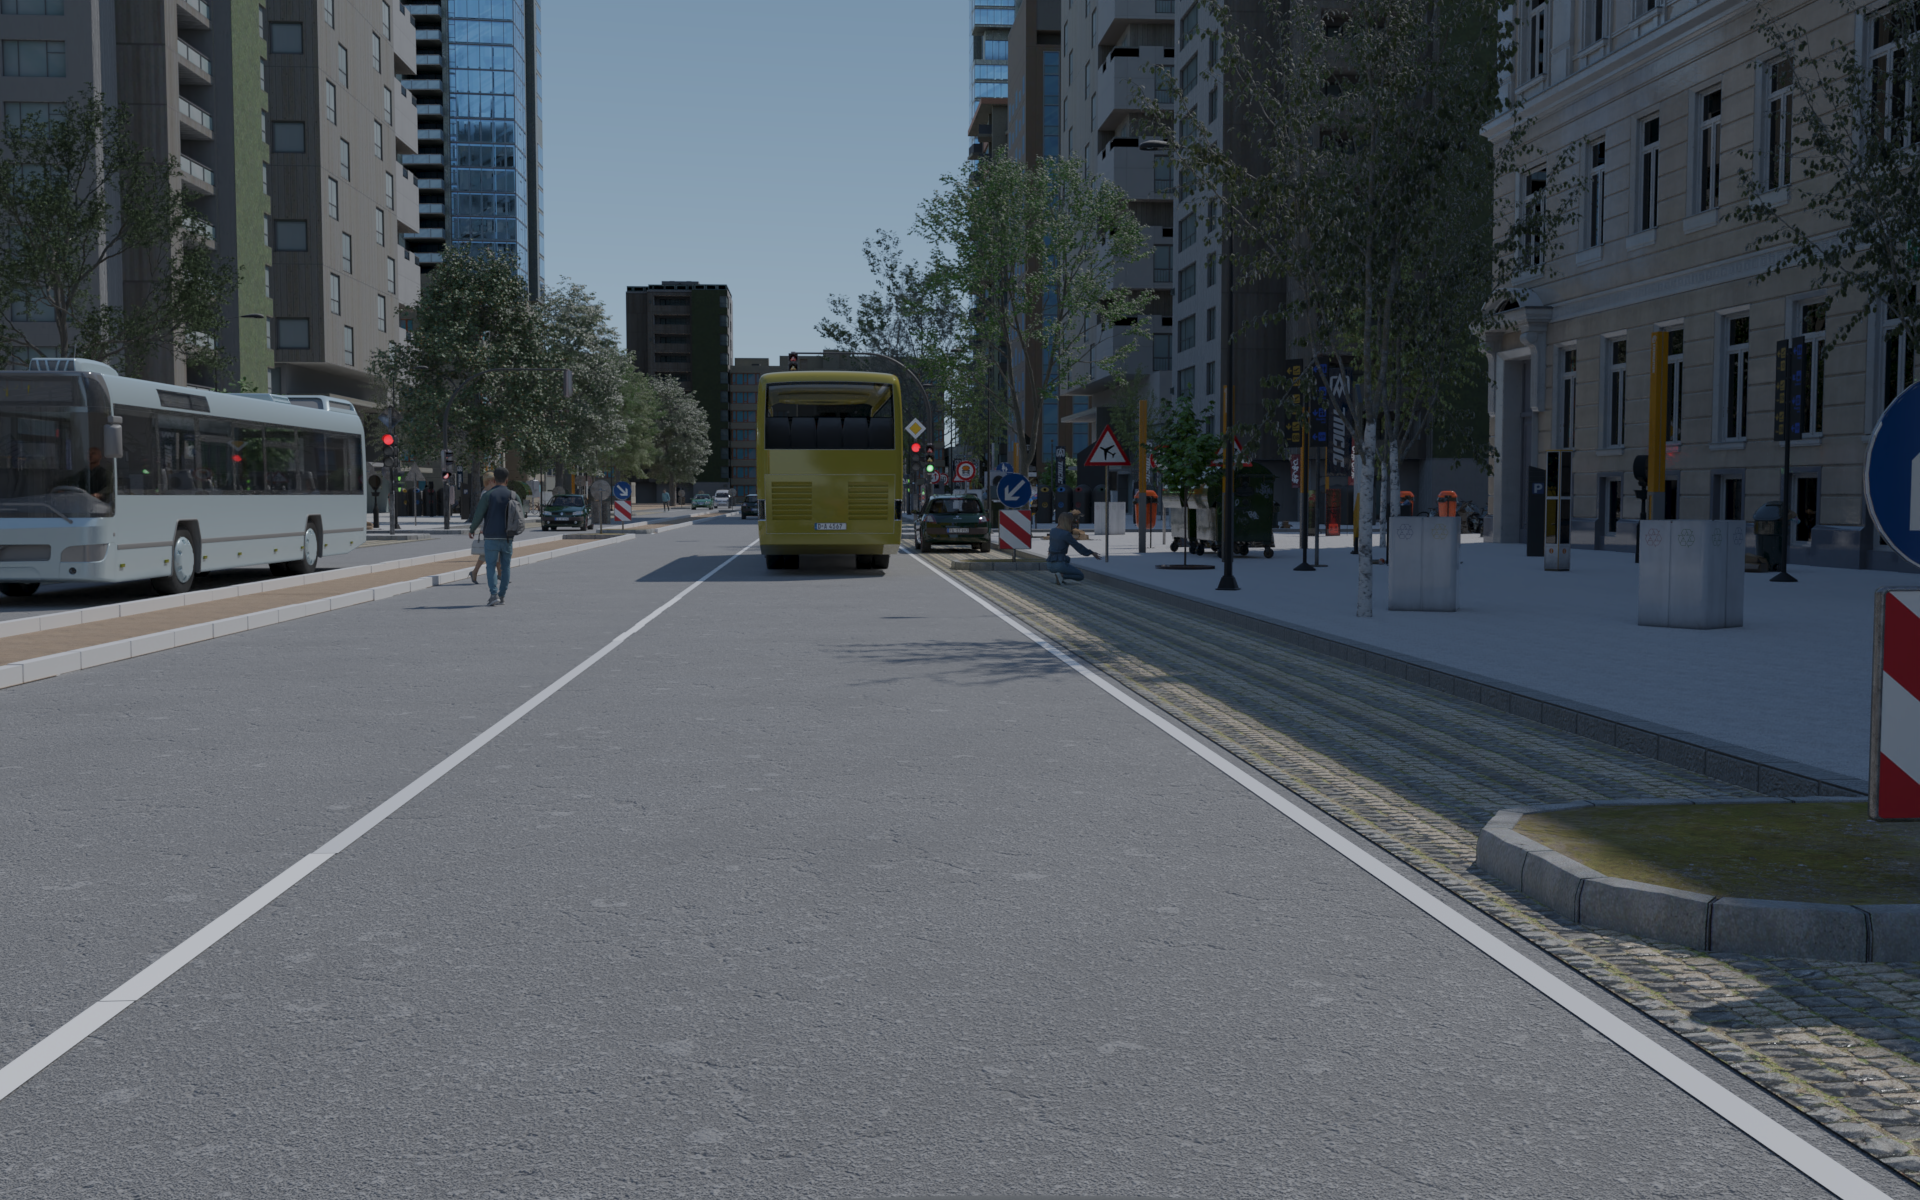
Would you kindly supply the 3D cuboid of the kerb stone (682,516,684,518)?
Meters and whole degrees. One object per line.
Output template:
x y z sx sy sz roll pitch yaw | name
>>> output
-16.154 -4.743 99.770 0.120 0.150 1.000 0 4 -5 | kerb stone

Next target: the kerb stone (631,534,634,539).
-10.436 -1.973 54.459 0.120 0.150 1.000 0 4 -5 | kerb stone

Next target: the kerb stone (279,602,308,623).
-7.660 0.152 19.715 0.120 0.150 1.000 0 4 -5 | kerb stone

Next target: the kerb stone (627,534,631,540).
-10.353 -1.911 53.440 0.120 0.150 1.000 0 4 -5 | kerb stone

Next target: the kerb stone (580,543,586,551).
-9.539 -1.287 43.236 0.120 0.150 1.000 0 4 -5 | kerb stone

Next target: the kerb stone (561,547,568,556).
-9.291 -1.099 40.166 0.120 0.150 1.000 0 4 -5 | kerb stone

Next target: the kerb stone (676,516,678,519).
-15.841 -4.490 95.670 0.120 0.150 1.000 0 4 -5 | kerb stone

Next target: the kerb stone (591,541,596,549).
-9.706 -1.412 45.277 0.120 0.150 1.000 0 4 -5 | kerb stone

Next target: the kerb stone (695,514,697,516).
-16.981 -5.369 109.978 0.120 0.150 1.000 0 4 -5 | kerb stone

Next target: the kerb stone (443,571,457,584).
-8.319 -0.343 27.904 0.120 0.150 1.000 0 4 -5 | kerb stone

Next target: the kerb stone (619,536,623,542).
-10.186 -1.785 51.398 0.120 0.150 1.000 0 4 -5 | kerb stone

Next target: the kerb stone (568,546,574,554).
-9.376 -1.162 41.192 0.120 0.150 1.000 0 4 -5 | kerb stone

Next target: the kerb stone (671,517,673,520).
-15.594 -4.307 92.613 0.120 0.150 1.000 0 4 -5 | kerb stone

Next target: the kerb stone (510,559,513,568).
-8.724 -0.660 33.011 0.120 0.150 1.000 0 4 -5 | kerb stone

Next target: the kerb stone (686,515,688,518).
-16.411 -4.932 102.831 0.120 0.150 1.000 0 4 -5 | kerb stone

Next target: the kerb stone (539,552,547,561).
-9.050 -0.911 37.086 0.120 0.150 1.000 0 4 -5 | kerb stone

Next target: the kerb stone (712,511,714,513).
-18.361 -6.428 127.330 0.120 0.150 1.000 0 4 -5 | kerb stone

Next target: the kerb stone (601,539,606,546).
-9.867 -1.537 47.320 0.120 0.150 1.000 0 4 -5 | kerb stone

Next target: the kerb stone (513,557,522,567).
-8.813 -0.721 34.030 0.120 0.150 1.000 0 4 -5 | kerb stone

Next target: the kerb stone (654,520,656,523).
-14.852 -3.743 83.424 0.120 0.150 1.000 0 4 -5 | kerb stone

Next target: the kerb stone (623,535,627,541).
-10.272 -1.848 52.416 0.120 0.150 1.000 0 4 -5 | kerb stone

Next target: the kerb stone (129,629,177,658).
-7.338 0.402 15.626 0.120 0.150 1.000 0 4 -5 | kerb stone

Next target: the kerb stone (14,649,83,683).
-7.171 0.527 13.576 0.120 0.150 1.000 0 4 -5 | kerb stone

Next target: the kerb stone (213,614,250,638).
-7.500 0.278 17.675 0.120 0.150 1.000 0 4 -5 | kerb stone

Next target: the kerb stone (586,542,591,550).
-9.625 -1.349 44.259 0.120 0.150 1.000 0 4 -5 | kerb stone

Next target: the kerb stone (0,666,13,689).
-7.087 0.597 12.549 0.120 0.150 1.000 0 4 -5 | kerb stone

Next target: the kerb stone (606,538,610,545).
-9.950 -1.599 48.339 0.120 0.150 1.000 0 4 -5 | kerb stone

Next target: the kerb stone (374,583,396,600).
-7.980 -0.099 23.809 0.120 0.150 1.000 0 4 -5 | kerb stone

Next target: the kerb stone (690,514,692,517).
-16.654 -5.117 105.897 0.120 0.150 1.000 0 4 -5 | kerb stone

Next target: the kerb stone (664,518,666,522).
-15.262 -4.057 88.522 0.120 0.150 1.000 0 4 -5 | kerb stone

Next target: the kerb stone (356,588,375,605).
-7.915 -0.031 22.787 0.120 0.150 1.000 0 4 -5 | kerb stone

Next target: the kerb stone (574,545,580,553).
-9.460 -1.224 42.210 0.120 0.150 1.000 0 4 -5 | kerb stone

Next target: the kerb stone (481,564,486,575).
-8.563 -0.537 30.969 0.120 0.150 1.000 0 4 -5 | kerb stone

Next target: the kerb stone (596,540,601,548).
-9.789 -1.474 46.301 0.120 0.150 1.000 0 4 -5 | kerb stone

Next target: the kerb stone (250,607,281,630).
-7.579 0.215 18.696 0.120 0.150 1.000 0 4 -5 | kerb stone

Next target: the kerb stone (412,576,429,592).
-8.142 -0.217 25.857 0.120 0.150 1.000 0 4 -5 | kerb stone

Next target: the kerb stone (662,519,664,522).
-15.186 -3.994 87.502 0.120 0.150 1.000 0 4 -5 | kerb stone

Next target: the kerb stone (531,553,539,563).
-8.959 -0.848 36.068 0.120 0.150 1.000 0 4 -5 | kerb stone

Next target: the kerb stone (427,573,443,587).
-8.239 -0.287 26.883 0.120 0.150 1.000 0 4 -5 | kerb stone

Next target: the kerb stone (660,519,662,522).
-15.095 -3.932 86.484 0.120 0.150 1.000 0 4 -5 | kerb stone

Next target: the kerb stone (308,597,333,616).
-7.745 0.098 20.734 0.120 0.150 1.000 0 4 -5 | kerb stone

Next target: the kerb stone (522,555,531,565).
-8.885 -0.784 35.049 0.120 0.150 1.000 0 4 -5 | kerb stone

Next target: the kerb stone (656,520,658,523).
-14.939 -3.807 84.442 0.120 0.150 1.000 0 4 -5 | kerb stone

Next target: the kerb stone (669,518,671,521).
-15.514 -4.240 91.586 0.120 0.150 1.000 0 4 -5 | kerb stone

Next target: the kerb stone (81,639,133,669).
-7.256 0.464 14.603 0.120 0.150 1.000 0 4 -5 | kerb stone

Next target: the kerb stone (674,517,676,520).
-15.758 -4.432 94.651 0.120 0.150 1.000 0 4 -5 | kerb stone

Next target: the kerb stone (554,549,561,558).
-9.208 -1.033 39.147 0.120 0.150 1.000 0 4 -5 | kerb stone

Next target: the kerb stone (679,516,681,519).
-16.001 -4.619 97.717 0.120 0.150 1.000 0 4 -5 | kerb stone

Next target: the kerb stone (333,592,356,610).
-7.825 0.031 21.768 0.120 0.150 1.000 0 4 -5 | kerb stone

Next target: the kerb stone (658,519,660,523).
-15.018 -3.870 85.464 0.120 0.150 1.000 0 4 -5 | kerb stone

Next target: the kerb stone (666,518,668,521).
-15.347 -4.119 89.540 0.120 0.150 1.000 0 4 -5 | kerb stone

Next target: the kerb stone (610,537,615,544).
-10.033 -1.658 49.359 0.120 0.150 1.000 0 4 -5 | kerb stone

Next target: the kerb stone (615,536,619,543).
-10.111 -1.724 50.377 0.120 0.150 1.000 0 4 -5 | kerb stone

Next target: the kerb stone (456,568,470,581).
-8.396 -0.408 28.924 0.120 0.150 1.000 0 4 -5 | kerb stone

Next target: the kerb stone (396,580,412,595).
-8.068 -0.161 24.836 0.120 0.150 1.000 0 4 -5 | kerb stone

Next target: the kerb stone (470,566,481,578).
-8.482 -0.473 29.950 0.120 0.150 1.000 0 4 -5 | kerb stone

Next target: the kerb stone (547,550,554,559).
-9.136 -0.971 38.115 0.120 0.150 1.000 0 4 -5 | kerb stone

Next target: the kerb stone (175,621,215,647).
-7.423 0.339 16.647 0.120 0.150 1.000 0 4 -5 | kerb stone
